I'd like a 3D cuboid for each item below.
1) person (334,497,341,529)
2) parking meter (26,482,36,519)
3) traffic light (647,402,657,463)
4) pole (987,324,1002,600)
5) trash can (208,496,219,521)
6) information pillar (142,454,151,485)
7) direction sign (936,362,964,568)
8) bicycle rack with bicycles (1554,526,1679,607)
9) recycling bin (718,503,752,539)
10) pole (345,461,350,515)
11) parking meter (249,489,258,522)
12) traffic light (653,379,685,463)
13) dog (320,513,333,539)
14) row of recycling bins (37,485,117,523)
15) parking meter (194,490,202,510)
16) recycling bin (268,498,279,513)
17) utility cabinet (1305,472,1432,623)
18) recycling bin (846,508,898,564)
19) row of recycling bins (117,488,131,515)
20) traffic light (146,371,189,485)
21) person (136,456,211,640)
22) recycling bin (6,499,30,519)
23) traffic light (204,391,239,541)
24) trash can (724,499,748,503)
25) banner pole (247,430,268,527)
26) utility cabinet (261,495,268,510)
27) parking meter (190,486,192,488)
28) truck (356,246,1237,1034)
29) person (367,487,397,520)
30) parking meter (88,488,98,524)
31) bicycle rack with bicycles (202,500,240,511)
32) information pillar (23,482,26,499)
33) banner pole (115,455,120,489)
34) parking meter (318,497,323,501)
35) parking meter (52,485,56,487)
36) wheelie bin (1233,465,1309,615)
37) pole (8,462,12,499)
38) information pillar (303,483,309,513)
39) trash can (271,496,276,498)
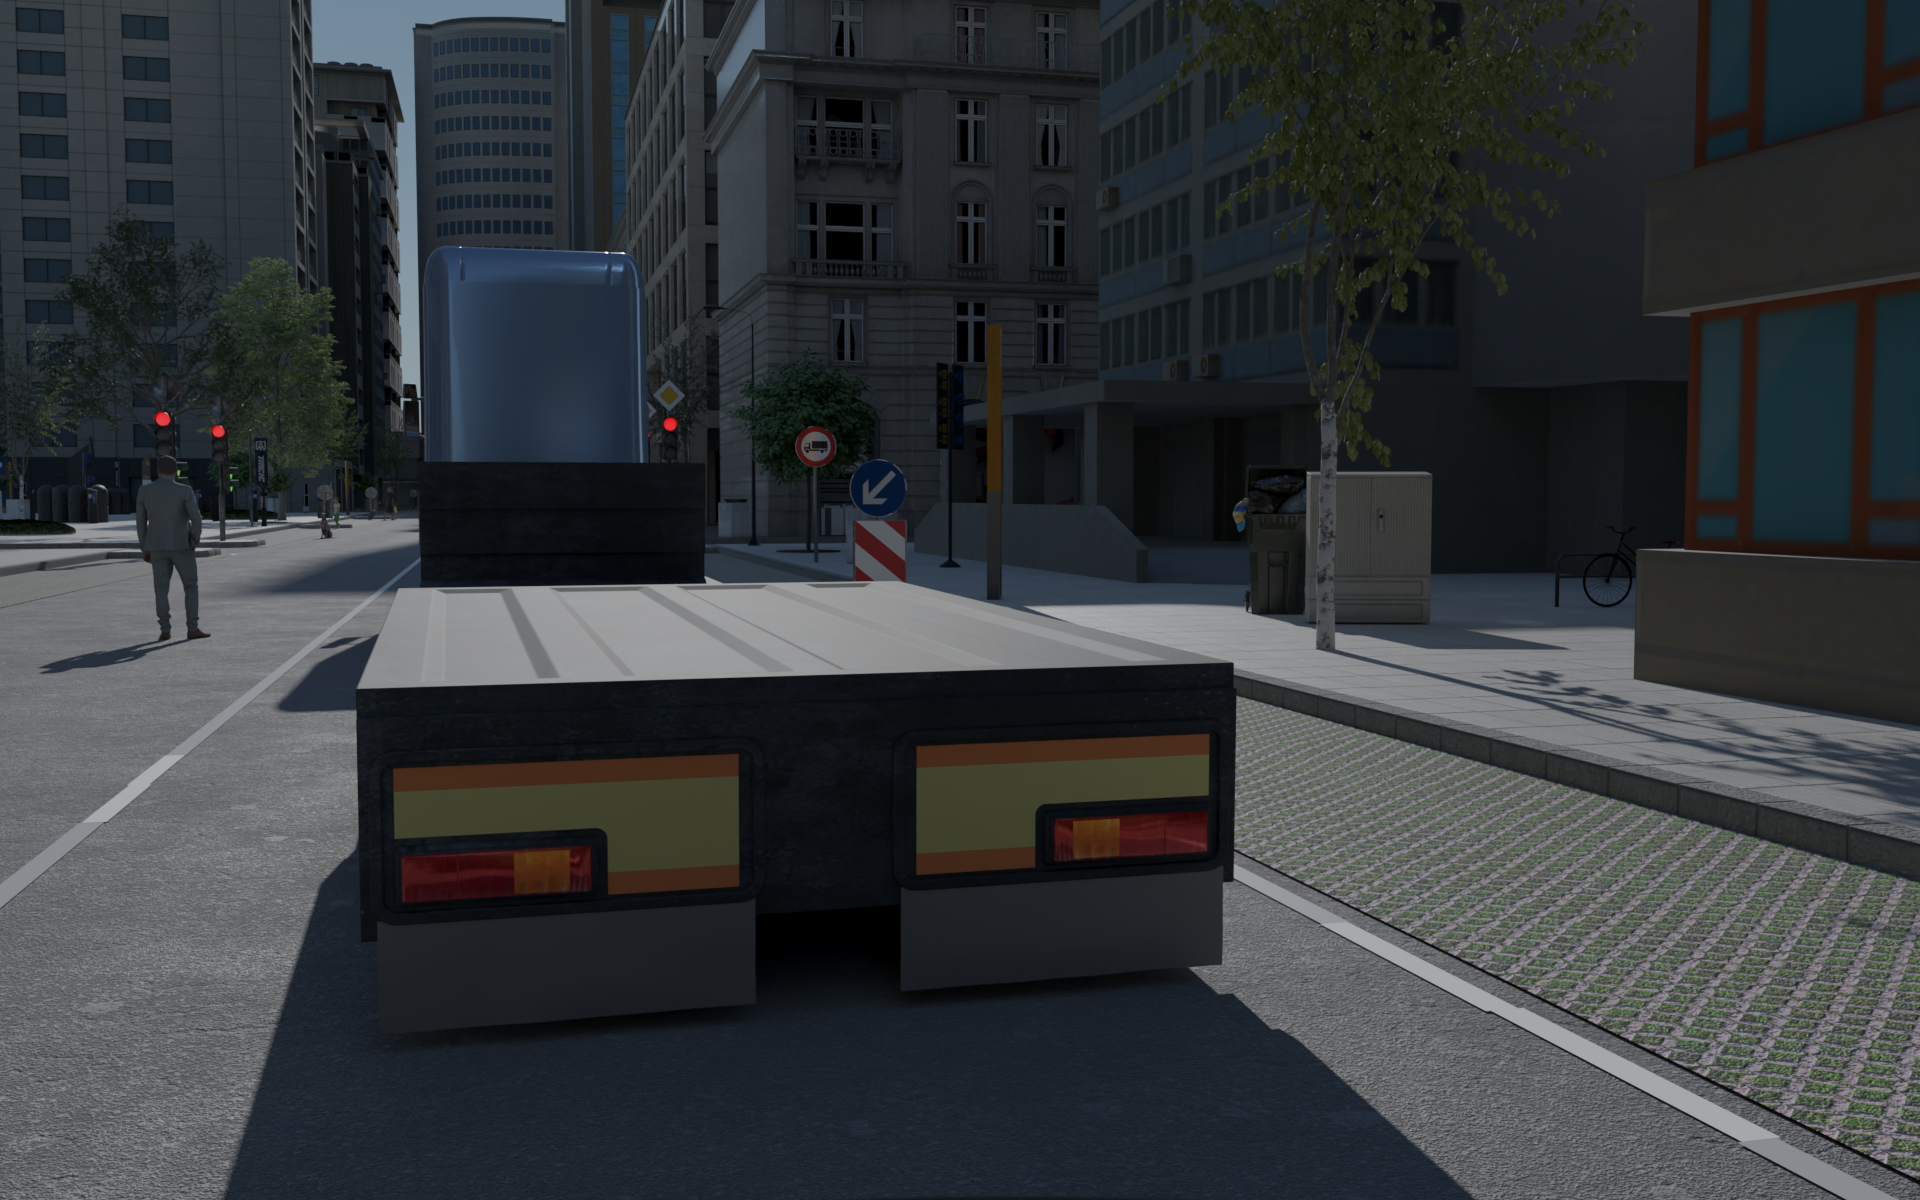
[{"bbox_3d":[-25.335,-3.530,70.456,0.306,1.304,0.590,0,4,7],"label":"person"},{"bbox_3d":[-45.755,-4.867,85.290,0.255,1.863,0.399,0,4,-2],"label":"parking meter"},{"bbox_3d":[-9.192,-3.750,50.235,0.839,4.253,0.868,-1,4,-15],"label":"traffic light"},{"bbox_3d":[0.419,-1.659,20.968,0.158,3.312,0.155,0,3,0],"label":"pole"},{"bbox_3d":[-34.937,-4.269,81.456,0.748,1.137,0.748,0,3,0],"label":"trash can"},{"bbox_3d":[-47.330,-6.698,100.868,0.504,3.616,0.183,0,3,0],"label":"information pillar"},{"bbox_3d":[-0.171,-2.338,30.228,0.379,3.537,0.876,2,4,31],"label":"direction sign"},{"bbox_3d":[8.096,-0.346,19.041,2.925,0.926,2.852,-1,4,-18],"label":"bicycle rack with bicycles"},{"bbox_3d":[-6.542,-2.313,50.366,0.722,1.027,0.722,-3,5,-40],"label":"recycling bin"},{"bbox_3d":[-37.275,-6.821,105.366,0.158,3.312,0.155,0,3,0],"label":"pole"},{"bbox_3d":[-32.649,-4.381,80.038,0.372,1.533,0.369,0,3,0],"label":"parking meter"},{"bbox_3d":[-7.146,-3.278,42.515,0.839,4.253,0.868,-1,4,-15],"label":"traffic light"},{"bbox_3d":[-20.392,-2.397,56.026,0.513,0.831,0.800,3,5,42],"label":"dog"},{"bbox_3d":[-39.926,-4.330,77.910,3.534,1.692,1.069,1,4,14],"label":"row of recycling bins"},{"bbox_3d":[-44.392,-5.657,100.907,0.372,1.533,0.369,0,3,0],"label":"parking meter"},{"bbox_3d":[-42.030,-5.736,106.340,0.722,1.027,0.722,-3,5,-41],"label":"recycling bin"},{"bbox_3d":[4.030,-0.515,17.106,1.173,1.500,0.318,0,4,3],"label":"utility cabinet"},{"bbox_3d":[-1.615,-1.175,31.772,0.722,1.027,0.722,-2,4,-33],"label":"recycling bin"},{"bbox_3d":[-52.972,-6.138,107.469,1.069,1.692,3.534,1,4,19],"label":"row of recycling bins"},{"bbox_3d":[-18.125,-3.100,39.600,0.839,4.253,0.868,-1,4,-15],"label":"traffic light"},{"bbox_3d":[-7.781,-0.520,17.095,0.635,1.810,0.391,-1,4,-16],"label":"person"},{"bbox_3d":[-44.214,-4.205,81.310,0.722,1.027,0.722,1,4,9],"label":"recycling bin"},{"bbox_3d":[-20.171,-3.572,47.319,0.839,4.253,0.868,-1,4,-15],"label":"traffic light"},{"bbox_3d":[-6.676,-2.448,51.686,0.748,1.137,0.748,0,3,0],"label":"trash can"},{"bbox_3d":[-27.440,-4.747,67.629,0.863,3.779,0.401,-2,4,-26],"label":"banner pole"},{"bbox_3d":[-41.512,-5.637,103.322,0.306,1.237,1.020,-1,4,-16],"label":"utility cabinet"},{"bbox_3d":[-50.138,-6.540,112.642,0.399,1.863,0.255,-2,4,-27],"label":"parking meter"},{"bbox_3d":[-3.009,-1.457,13.574,2.967,4.110,18.799,-1,4,-16],"label":"truck"},{"bbox_3d":[-31.446,-5.237,94.342,1.509,1.804,0.699,0,4,0],"label":"person"},{"bbox_3d":[-37.622,-4.082,75.153,0.372,1.533,0.369,0,3,0],"label":"parking meter"},{"bbox_3d":[-44.253,-5.461,102.667,2.852,0.926,2.925,3,4,38],"label":"bicycle rack with bicycles"},{"bbox_3d":[-59.026,-6.413,109.349,0.304,2.012,0.304,-1,4,-11],"label":"information pillar"},{"bbox_3d":[-54.183,-7.427,111.448,0.401,3.779,0.863,0,4,-3],"label":"banner pole"},{"bbox_3d":[-42.695,-6.555,115.591,0.372,1.533,0.369,0,3,0],"label":"parking meter"},{"bbox_3d":[-57.516,-6.378,109.997,0.255,1.863,0.399,-2,4,-31],"label":"parking meter"},{"bbox_3d":[3.431,-0.654,18.595,0.980,1.594,0.693,0,4,6],"label":"wheelie bin"},{"bbox_3d":[-60.706,-7.150,110.746,0.158,3.312,0.155,0,3,0],"label":"pole"},{"bbox_3d":[-43.415,-6.756,114.954,0.304,2.012,0.304,-3,4,-36],"label":"information pillar"},{"bbox_3d":[-44.724,-6.229,113.491,0.748,1.137,0.748,0,3,0],"label":"trash can"}]
